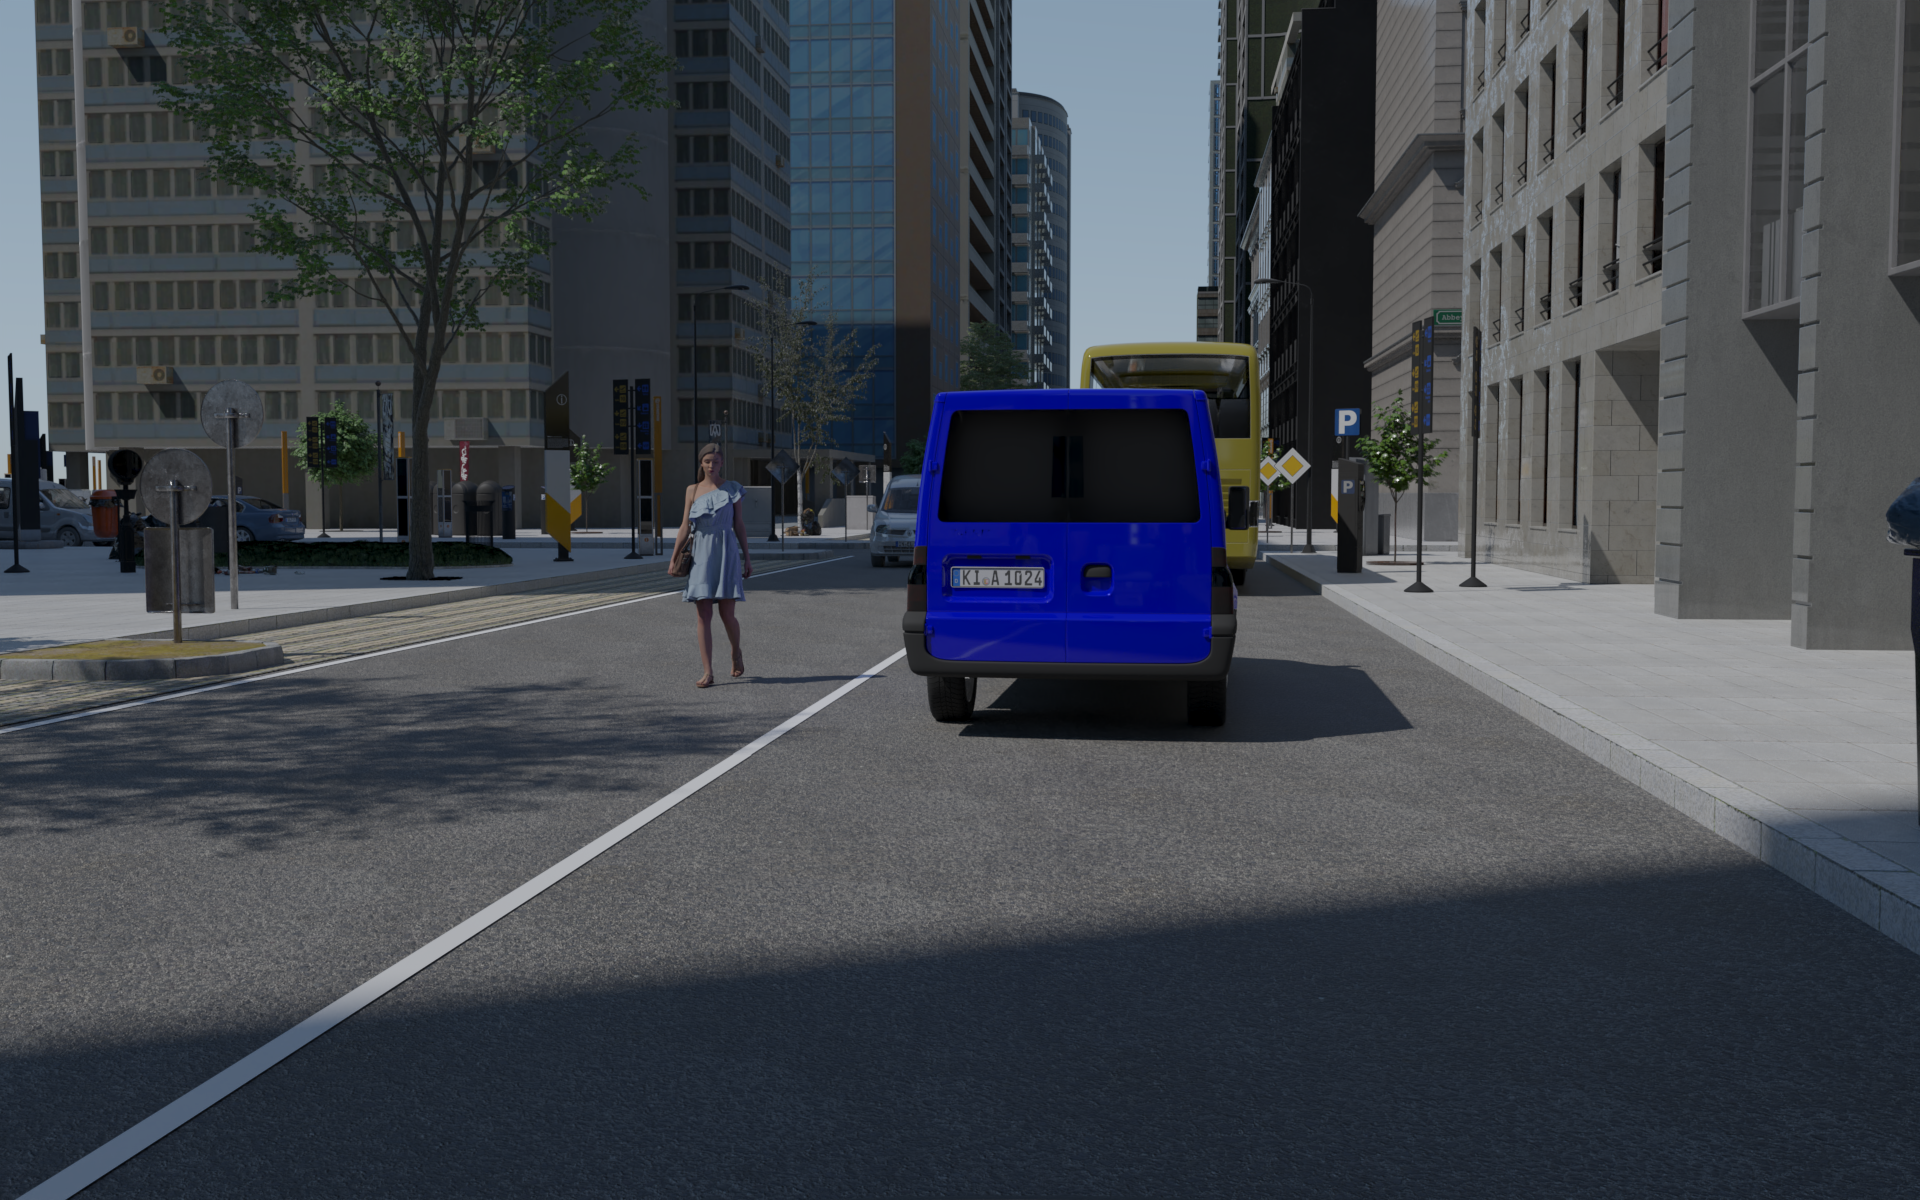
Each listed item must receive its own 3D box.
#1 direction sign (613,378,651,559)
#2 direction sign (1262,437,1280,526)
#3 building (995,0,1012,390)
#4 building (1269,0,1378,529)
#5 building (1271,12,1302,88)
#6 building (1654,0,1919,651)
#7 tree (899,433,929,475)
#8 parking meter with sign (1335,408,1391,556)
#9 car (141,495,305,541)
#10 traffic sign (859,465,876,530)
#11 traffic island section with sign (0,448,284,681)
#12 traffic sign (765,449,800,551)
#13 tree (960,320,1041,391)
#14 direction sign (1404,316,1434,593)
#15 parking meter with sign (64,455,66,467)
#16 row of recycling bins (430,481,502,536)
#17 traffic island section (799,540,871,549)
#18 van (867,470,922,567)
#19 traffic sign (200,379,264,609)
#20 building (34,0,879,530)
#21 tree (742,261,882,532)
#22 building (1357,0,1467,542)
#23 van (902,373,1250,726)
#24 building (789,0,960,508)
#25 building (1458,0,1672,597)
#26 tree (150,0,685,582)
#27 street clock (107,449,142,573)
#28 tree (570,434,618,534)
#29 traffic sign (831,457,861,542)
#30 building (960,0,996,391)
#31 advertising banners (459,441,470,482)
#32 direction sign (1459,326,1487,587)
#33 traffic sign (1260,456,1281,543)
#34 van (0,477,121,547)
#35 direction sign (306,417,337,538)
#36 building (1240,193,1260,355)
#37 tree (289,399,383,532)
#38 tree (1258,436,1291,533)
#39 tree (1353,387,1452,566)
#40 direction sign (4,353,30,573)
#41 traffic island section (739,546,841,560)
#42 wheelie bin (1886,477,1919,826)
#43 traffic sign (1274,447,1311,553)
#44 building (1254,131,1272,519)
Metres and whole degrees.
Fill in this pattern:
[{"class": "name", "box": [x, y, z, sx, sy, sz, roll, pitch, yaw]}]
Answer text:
[{"class": "direction sign", "box": [-6.463, -2.580, 34.178, 0.876, 3.537, 0.379, 2, 4, 25]}, {"class": "direction sign", "box": [12.422, -4.729, 69.317, 0.876, 3.537, 0.379, -2, 4, -27]}, {"class": "building", "box": [-3.129, -44.984, 173.732, 20.563, 71.187, 20.611, 0, 4, 6]}, {"class": "building", "box": [19.184, -14.656, 69.301, 12.332, 23.373, 15.834, 0, 4, 6]}, {"class": "building", "box": [37.331, -27.082, 134.674, 32.217, 40.220, 23.993, 0, 4, 6]}, {"class": "building", "box": [11.165, -13.760, 2.477, 11.434, 29.767, 29.804, 0, 4, 6]}, {"class": "tree", "box": [-1.515, -6.422, 88.705, 4.285, 4.588, 4.351, 0, 3, 0]}, {"class": "parking meter with sign", "box": [8.429, -2.435, 36.067, 0.543, 3.016, 1.738, 3, 4, 38]}, {"class": "car", "box": [-18.968, -1.950, 43.892, 4.499, 1.417, 2.014, 0, 4, 7]}, {"class": "traffic sign", "box": [-3.293, -3.630, 61.482, 0.606, 2.300, 0.079, 1, 4, 11]}, {"class": "traffic island section with sign", "box": [-6.721, -0.339, 14.168, 1.989, 1.847, 2.006, 0, 4, 6]}, {"class": "traffic sign", "box": [-3.955, -2.141, 38.652, 0.795, 2.450, 0.064, 0, 4, 6]}, {"class": "tree", "box": [1.836, -11.945, 113.425, 7.486, 12.596, 7.792, 0, 3, 0]}, {"class": "direction sign", "box": [6.000, -1.868, 22.545, 0.379, 3.537, 0.876, 0, 4, -2]}, {"class": "parking meter with sign", "box": [-38.696, -4.884, 76.116, 1.738, 3.016, 0.543, 3, 5, 40]}, {"class": "row of recycling bins", "box": [-15.578, -2.858, 53.840, 3.534, 1.692, 1.069, 2, 4, 33]}, {"class": "traffic island section", "box": [-3.093, -1.491, 46.652, 2.009, 0.180, 2.903, 0, 4, 6]}, {"class": "van", "box": [-0.825, -1.735, 35.382, 2.013, 2.044, 4.112, 0, 4, 4]}, {"class": "traffic sign", "box": [-8.088, -1.170, 19.235, 0.768, 2.556, 0.104, 1, 4, 10]}, {"class": "building", "box": [-20.406, -23.286, 72.611, 32.217, 40.220, 23.993, 0, 4, 6]}, {"class": "tree", "box": [-4.927, -6.418, 55.301, 4.360, 8.622, 3.978, 0, 3, 0]}, {"class": "building", "box": [24.251, -16.108, 50.755, 23.554, 28.519, 14.401, 0, 4, 6]}, {"class": "van", "box": [0.981, -0.494, 12.463, 2.240, 2.365, 5.245, 1, 4, 8]}, {"class": "building", "box": [-7.639, -27.459, 99.073, 14.600, 45.320, 14.200, 0, 4, 6]}, {"class": "building", "box": [14.400, -10.466, 25.865, 10.420, 20.320, 16.860, 0, 4, 6]}, {"class": "tree", "box": [-7.887, -6.105, 25.566, 9.928, 11.665, 9.643, 0, 3, 0]}, {"class": "street clock", "box": [-13.587, -1.447, 28.228, 0.471, 2.002, 0.358, -3, 5, -42]}, {"class": "tree", "box": [-12.225, -3.775, 56.323, 1.663, 3.219, 1.824, 0, 3, 0]}, {"class": "traffic sign", "box": [-3.068, -2.627, 46.588, 0.795, 2.450, 0.064, 0, 4, 6]}, {"class": "building", "box": [-8.843, -31.149, 132.980, 21.300, 48.544, 21.600, 0, 4, 6]}, {"class": "advertising banners", "box": [-16.863, -3.736, 57.272, 2.074, 3.025, 0.090, 3, 4, 36]}, {"class": "direction sign", "box": [7.098, -1.948, 23.854, 0.379, 3.537, 0.876, 1, 4, 22]}, {"class": "traffic sign", "box": [8.055, -2.550, 45.329, 0.795, 2.450, 0.064, 0, 4, 6]}, {"class": "van", "box": [-23.691, -2.300, 44.617, 4.112, 2.044, 2.013, 0, 4, 7]}, {"class": "direction sign", "box": [-18.762, -3.608, 50.981, 0.876, 3.537, 0.379, -3, 5, -40]}, {"class": "building", "box": [23.656, -16.576, 107.173, 11.583, 22.565, 21.152, 0, 4, 6]}, {"class": "tree", "box": [-21.282, -4.618, 59.210, 4.285, 4.588, 4.351, 0, 3, 0]}, {"class": "tree", "box": [10.094, -3.842, 57.425, 1.663, 3.219, 1.824, 0, 3, 0]}, {"class": "tree", "box": [8.043, -2.249, 31.373, 1.663, 3.219, 1.824, 0, 3, 0]}, {"class": "direction sign", "box": [-15.412, -2.214, 28.197, 0.379, 3.537, 0.876, -2, 4, -31]}, {"class": "traffic island section", "box": [-3.980, -1.005, 38.717, 2.009, 0.180, 2.903, 0, 4, 6]}, {"class": "wheelie bin", "box": [3.921, 0.091, 6.422, 0.980, 1.594, 0.693, 0, 4, 5]}, {"class": "traffic sign", "box": [7.167, -2.064, 37.393, 0.795, 2.450, 0.064, 0, 4, 6]}, {"class": "building", "box": [20.274, -14.586, 87.636, 9.793, 20.994, 18.267, 0, 4, 6]}]
